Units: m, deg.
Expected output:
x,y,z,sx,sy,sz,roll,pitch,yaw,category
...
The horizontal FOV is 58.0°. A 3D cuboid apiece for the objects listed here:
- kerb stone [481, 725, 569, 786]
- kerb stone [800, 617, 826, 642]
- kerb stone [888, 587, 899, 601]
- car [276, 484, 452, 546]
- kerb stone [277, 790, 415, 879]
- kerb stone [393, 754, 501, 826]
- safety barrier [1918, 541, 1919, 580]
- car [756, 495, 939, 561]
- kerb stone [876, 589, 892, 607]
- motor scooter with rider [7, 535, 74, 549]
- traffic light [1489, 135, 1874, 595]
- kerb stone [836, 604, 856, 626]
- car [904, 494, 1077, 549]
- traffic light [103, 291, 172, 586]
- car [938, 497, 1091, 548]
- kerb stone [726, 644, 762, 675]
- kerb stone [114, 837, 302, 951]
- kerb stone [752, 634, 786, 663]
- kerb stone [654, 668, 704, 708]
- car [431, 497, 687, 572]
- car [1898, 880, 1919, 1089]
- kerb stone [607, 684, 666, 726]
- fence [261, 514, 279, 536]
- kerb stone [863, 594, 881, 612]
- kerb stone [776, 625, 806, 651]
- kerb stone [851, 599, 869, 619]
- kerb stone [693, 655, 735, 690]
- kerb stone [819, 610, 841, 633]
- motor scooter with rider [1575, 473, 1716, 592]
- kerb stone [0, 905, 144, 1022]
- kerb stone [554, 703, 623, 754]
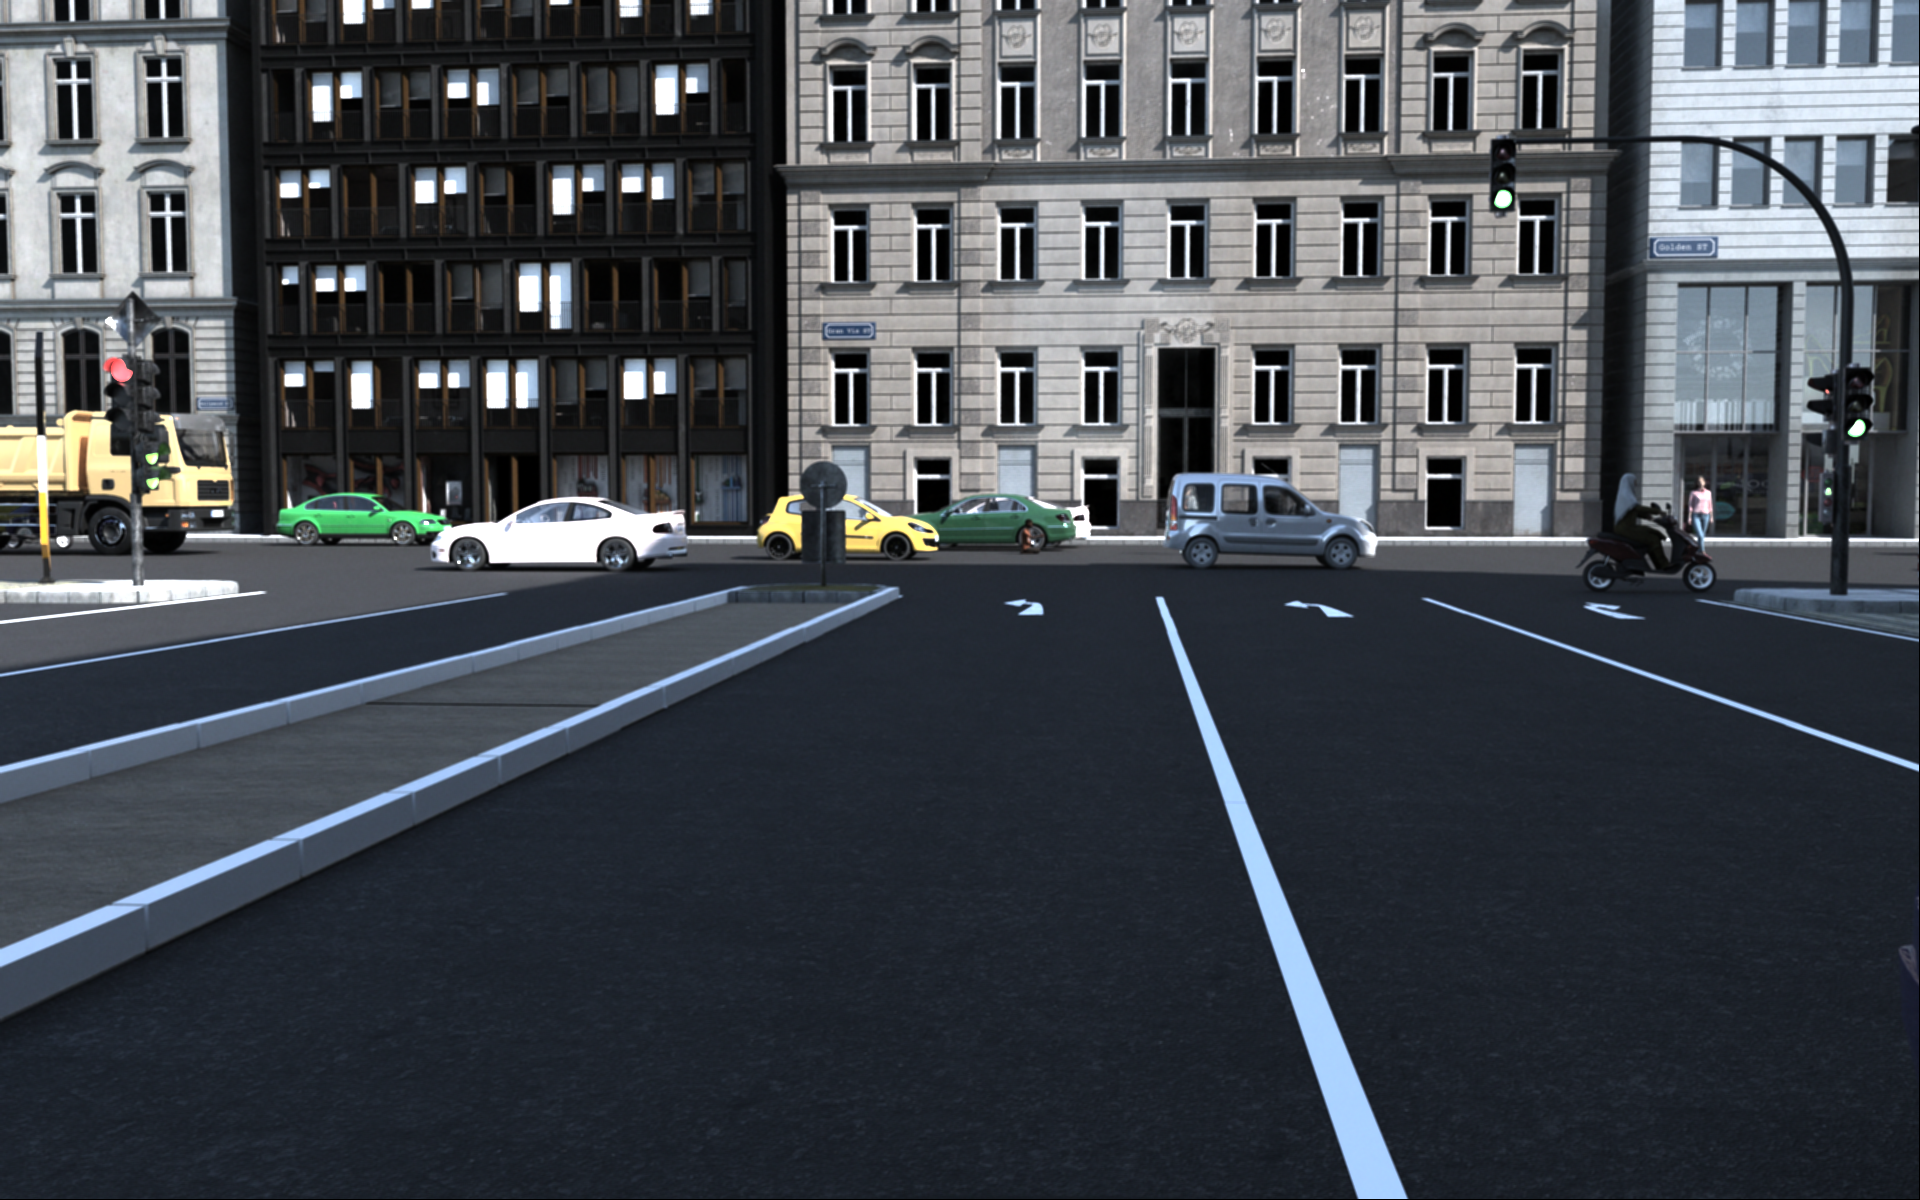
x,y,z,sx,sy,sz,roll,pitch,yaw,category
-2.265,0.807,9.002,0.120,0.150,1.000,0,4,5,kerb stone
-1.503,0.309,17.187,0.120,0.150,1.000,0,4,5,kerb stone
-0.941,-0.069,23.322,0.120,0.150,1.000,0,4,5,kerb stone
-16.664,-2.432,48.555,4.718,1.807,1.959,0,4,4,car
-2.457,0.933,6.945,0.120,0.150,1.000,0,4,5,kerb stone
-2.362,0.871,7.968,0.120,0.150,1.000,0,4,5,kerb stone
12.730,-0.504,22.517,0.300,0.817,1.120,0,4,5,safety barrier
-2.466,-1.711,38.201,3.980,1.641,2.015,0,4,6,car
-1.036,-0.002,22.298,0.120,0.150,1.000,0,4,5,kerb stone
-24.294,-2.236,45.531,1.986,1.779,0.876,0,4,6,motor scooter with rider
9.078,-2.896,22.024,4.771,5.953,1.251,0,4,5,traffic light
-1.318,0.181,19.229,0.120,0.150,1.000,0,4,5,kerb stone
0.536,-1.989,44.322,4.920,1.459,2.131,0,4,7,car
-11.447,-2.148,24.045,0.839,4.253,0.868,0,4,5,traffic light
1.113,-2.109,46.836,4.827,1.381,2.083,0,4,6,car
-1.794,0.497,14.113,0.120,0.150,1.000,0,4,5,kerb stone
-2.552,0.995,5.924,0.120,0.150,1.000,0,4,5,kerb stone
-1.698,0.432,15.134,0.120,0.150,1.000,0,4,5,kerb stone
-1.982,0.620,12.065,0.120,0.150,1.000,0,4,5,kerb stone
-7.602,-1.256,32.893,4.827,1.381,2.083,0,4,4,car
2.437,0.677,1.519,1.945,1.354,3.894,0,4,5,car
-2.084,0.685,11.045,0.120,0.150,1.000,0,4,5,kerb stone
-20.346,-2.257,52.279,2.069,0.683,0.278,2,4,31,fence
-1.129,0.056,21.277,0.120,0.150,1.000,0,4,5,kerb stone
-1.610,0.369,16.156,0.120,0.150,1.000,0,4,5,kerb stone
-1.220,0.121,20.255,0.120,0.150,1.000,0,4,5,kerb stone
-1.891,0.559,13.087,0.120,0.150,1.000,0,4,5,kerb stone
-1.413,0.244,18.208,0.120,0.150,1.000,0,4,5,kerb stone
10.065,-1.004,25.373,1.986,1.779,0.876,0,4,7,motor scooter with rider
-2.643,1.058,4.901,0.120,0.150,1.000,0,4,5,kerb stone
-2.165,0.745,10.022,0.120,0.150,1.000,0,4,5,kerb stone
